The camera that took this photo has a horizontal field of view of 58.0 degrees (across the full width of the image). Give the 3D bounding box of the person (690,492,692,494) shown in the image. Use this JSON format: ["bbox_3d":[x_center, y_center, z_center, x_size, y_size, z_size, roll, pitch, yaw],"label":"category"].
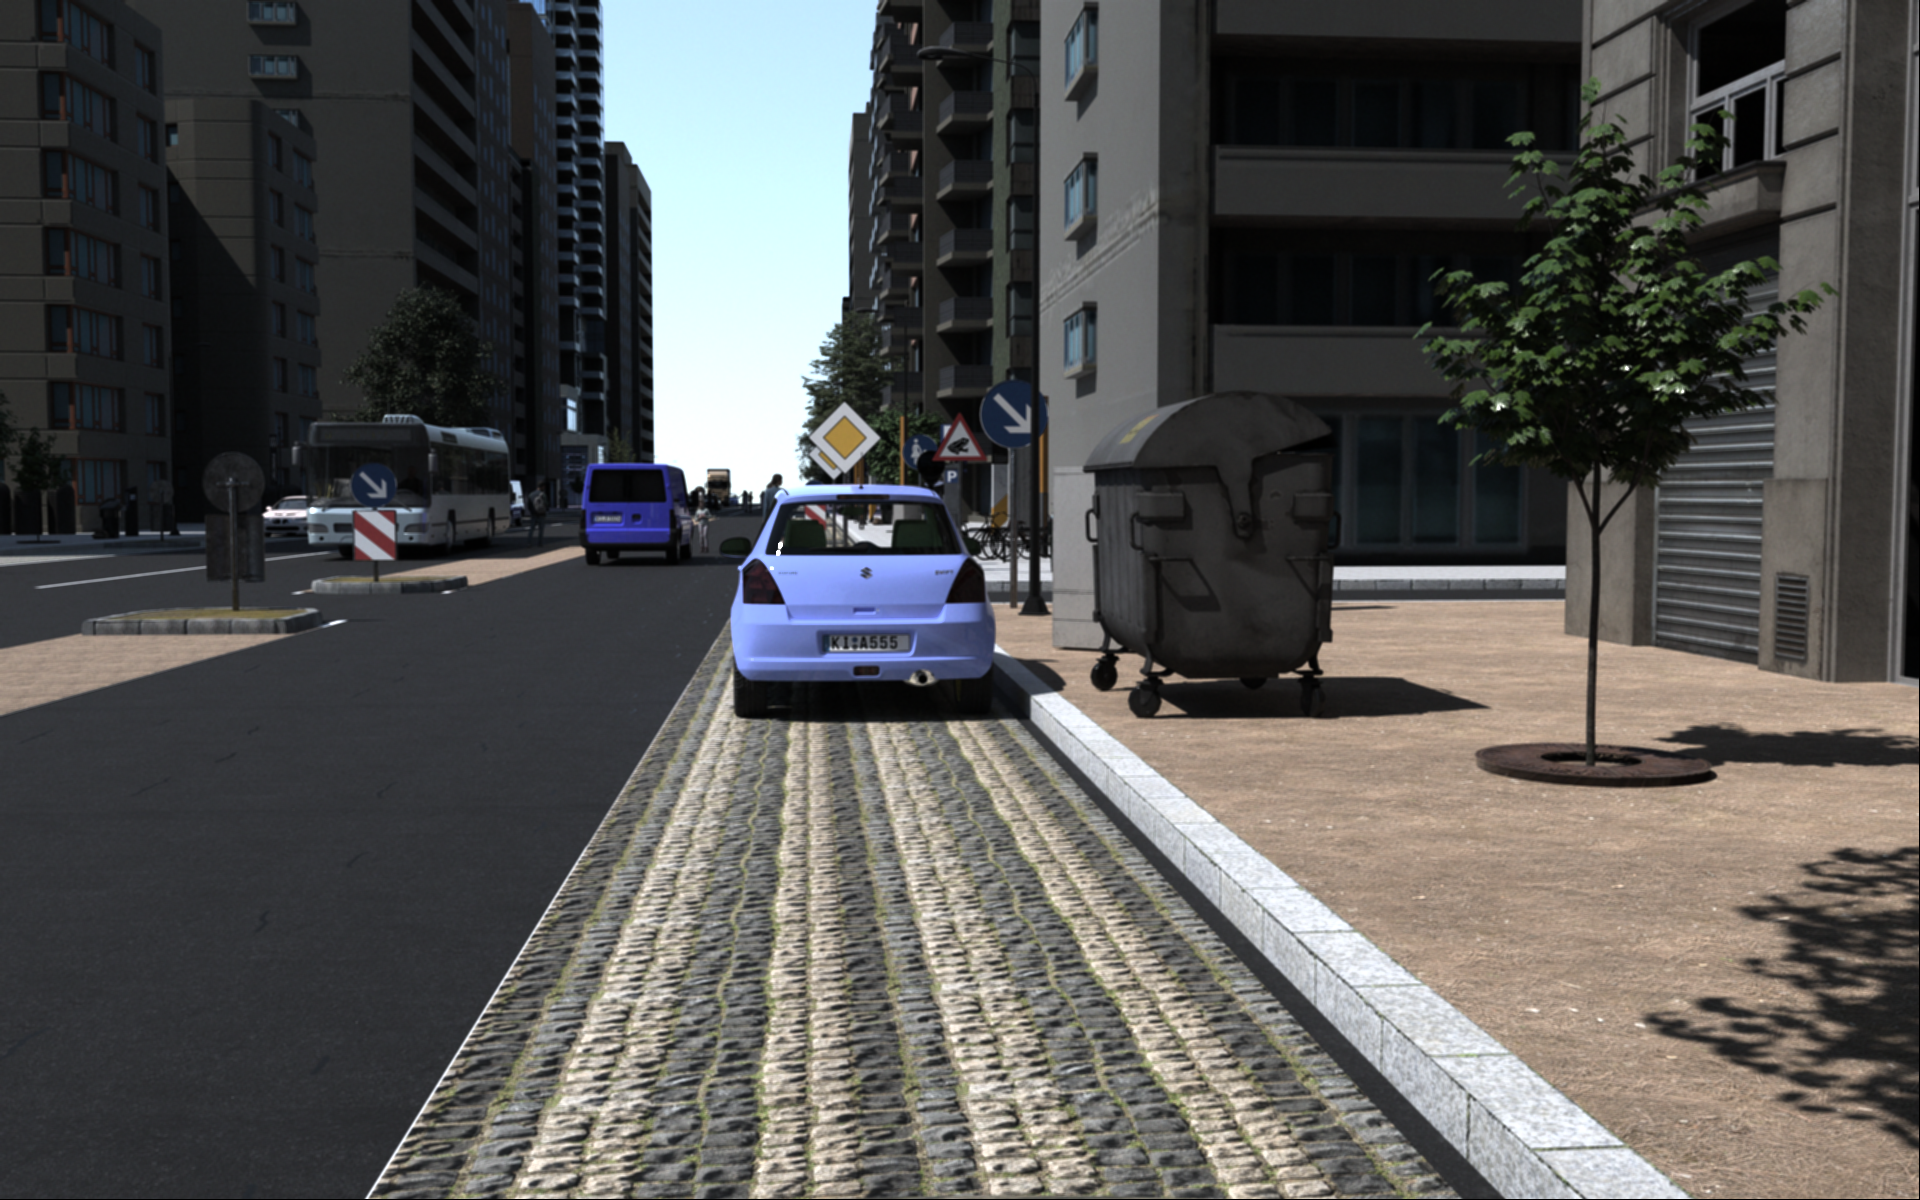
[{"bbox_3d":[-34.251,-12.963,220.967,0.721,1.766,1.217,1,4,21],"label":"person"}]

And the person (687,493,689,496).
[{"bbox_3d":[-12.154,-4.125,76.532,0.643,1.750,0.593,-3,5,-45],"label":"person"}]

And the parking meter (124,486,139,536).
[{"bbox_3d":[-25.231,-2.711,52.732,0.372,1.533,0.369,0,3,0],"label":"parking meter"}]

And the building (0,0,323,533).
[{"bbox_3d":[-43.965,-13.733,69.568,27.650,21.520,28.899,0,4,-5],"label":"building"}]

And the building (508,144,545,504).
[{"bbox_3d":[-42.476,-22.668,142.320,14.160,30.474,14.107,0,4,-5],"label":"building"}]

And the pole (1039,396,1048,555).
[{"bbox_3d":[1.734,-2.585,36.106,0.158,3.312,0.155,0,3,0],"label":"pole"}]

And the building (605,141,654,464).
[{"bbox_3d":[-54.366,-37.730,240.593,21.300,48.544,21.600,0,4,-5],"label":"building"}]

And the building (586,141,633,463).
[{"bbox_3d":[-49.907,-34.999,222.348,14.600,45.320,14.200,0,4,-5],"label":"building"}]

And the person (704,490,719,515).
[{"bbox_3d":[-16.787,-6.551,116.336,1.217,1.735,0.721,1,4,14],"label":"person"}]

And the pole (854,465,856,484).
[{"bbox_3d":[-4.620,-5.072,76.774,0.158,3.312,0.155,0,3,0],"label":"pole"}]

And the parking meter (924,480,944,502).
[{"bbox_3d":[-0.469,-1.401,31.325,0.372,1.533,0.369,0,3,0],"label":"parking meter"}]

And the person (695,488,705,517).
[{"bbox_3d":[-14.537,-5.373,96.568,0.478,1.798,0.641,3,4,38],"label":"person"}]

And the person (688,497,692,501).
[{"bbox_3d":[-21.609,-7.779,135.714,0.705,1.821,1.348,3,5,42],"label":"person"}]

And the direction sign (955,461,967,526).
[{"bbox_3d":[0.041,-4.767,69.944,0.379,3.537,0.876,2,4,34],"label":"direction sign"}]

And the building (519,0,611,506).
[{"bbox_3d":[-51.448,-54.168,198.311,22.319,86.520,31.000,0,4,-5],"label":"building"}]

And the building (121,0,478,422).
[{"bbox_3d":[-43.016,-29.659,108.628,21.300,48.544,21.600,0,4,-5],"label":"building"}]

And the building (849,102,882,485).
[{"bbox_3d":[-2.615,-35.952,211.516,21.300,48.544,21.600,0,4,-5],"label":"building"}]

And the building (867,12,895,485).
[{"bbox_3d":[3.083,-33.053,160.022,23.786,49.044,30.456,0,4,-5],"label":"building"}]

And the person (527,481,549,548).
[{"bbox_3d":[-11.204,-2.273,46.018,0.623,1.781,0.721,0,4,1],"label":"person"}]

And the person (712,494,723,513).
[{"bbox_3d":[-18.734,-7.401,132.769,1.065,1.426,0.557,1,4,11],"label":"person"}]

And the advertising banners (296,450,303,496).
[{"bbox_3d":[-25.261,-4.284,66.224,0.090,3.025,2.074,-2,4,-26],"label":"advertising banners"}]

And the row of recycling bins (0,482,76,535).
[{"bbox_3d":[-29.866,-2.909,54.672,3.534,1.692,1.069,-1,4,-18],"label":"row of recycling bins"}]

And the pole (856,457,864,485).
[{"bbox_3d":[-3.573,-4.214,62.745,0.158,3.312,0.155,0,3,0],"label":"pole"}]

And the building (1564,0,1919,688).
[{"bbox_3d":[14.021,-10.298,1.659,16.112,22.955,30.059,0,4,-5],"label":"building"}]

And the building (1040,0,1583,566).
[{"bbox_3d":[12.867,-25.432,39.513,21.600,48.544,21.300,0,4,-5],"label":"building"}]

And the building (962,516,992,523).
[{"bbox_3d":[7.201,-26.498,87.864,22.147,44.769,28.867,0,4,-5],"label":"building"}]

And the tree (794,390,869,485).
[{"bbox_3d":[-13.640,-16.756,190.964,9.611,12.733,9.660,0,3,0],"label":"tree"}]

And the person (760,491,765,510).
[{"bbox_3d":[-18.167,-9.207,159.704,0.551,1.740,0.621,-3,5,-40],"label":"person"}]

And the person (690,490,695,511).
[{"bbox_3d":[-22.851,-8.489,147.749,0.568,1.767,0.683,1,4,13],"label":"person"}]

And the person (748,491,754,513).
[{"bbox_3d":[-15.825,-7.425,131.360,0.415,1.643,0.593,-2,4,-35],"label":"person"}]

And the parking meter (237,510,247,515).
[{"bbox_3d":[-28.388,-3.834,68.404,0.255,1.863,0.399,1,4,10],"label":"parking meter"}]

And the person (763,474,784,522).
[{"bbox_3d":[-3.548,-1.523,33.431,0.581,1.822,0.654,1,4,13],"label":"person"}]

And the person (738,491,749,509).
[{"bbox_3d":[-20.132,-9.329,161.547,1.217,1.766,0.721,0,4,-3],"label":"person"}]

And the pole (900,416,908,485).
[{"bbox_3d":[-1.461,-3.154,45.407,0.158,3.312,0.155,0,3,0],"label":"pole"}]

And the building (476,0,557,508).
[{"bbox_3d":[-44.222,-30.945,156.065,14.600,45.320,14.200,0,4,-5],"label":"building"}]

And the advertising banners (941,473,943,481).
[{"bbox_3d":[-0.600,-3.321,50.485,0.090,3.025,2.074,0,4,6],"label":"advertising banners"}]

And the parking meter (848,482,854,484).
[{"bbox_3d":[-5.390,-4.896,85.754,0.255,1.863,0.399,-2,4,-28],"label":"parking meter"}]

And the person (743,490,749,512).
[{"bbox_3d":[-17.508,-8.091,141.463,0.551,1.740,0.621,1,4,12],"label":"person"}]

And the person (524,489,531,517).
[{"bbox_3d":[-26.349,-5.897,105.590,0.621,1.740,0.551,-2,4,-30],"label":"person"}]

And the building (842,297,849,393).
[{"bbox_3d":[-10.265,-29.457,253.329,14.160,30.474,14.107,0,4,-5],"label":"building"}]

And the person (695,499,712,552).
[{"bbox_3d":[-6.314,-1.827,42.649,0.425,1.301,0.394,0,4,-6],"label":"person"}]

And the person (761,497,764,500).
[{"bbox_3d":[-14.897,-7.664,134.491,1.217,1.739,0.721,-2,4,-26],"label":"person"}]

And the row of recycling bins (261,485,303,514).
[{"bbox_3d":[-29.849,-4.223,76.162,1.069,1.692,3.534,0,4,2],"label":"row of recycling bins"}]

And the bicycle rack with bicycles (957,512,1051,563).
[{"bbox_3d":[1.072,-1.233,33.547,2.925,0.926,2.852,-1,4,-23],"label":"bicycle rack with bicycles"}]

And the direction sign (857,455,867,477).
[{"bbox_3d":[-4.577,-5.366,79.728,0.379,3.537,0.876,3,4,36],"label":"direction sign"}]

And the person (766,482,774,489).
[{"bbox_3d":[-4.624,-2.031,42.462,0.466,1.731,0.760,1,4,20],"label":"person"}]

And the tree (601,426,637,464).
[{"bbox_3d":[-36.688,-14.502,187.462,4.737,8.622,4.395,0,3,0],"label":"tree"}]

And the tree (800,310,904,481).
[{"bbox_3d":[-6.443,-11.582,107.487,7.486,12.596,7.792,0,3,0],"label":"tree"}]

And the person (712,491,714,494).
[{"bbox_3d":[-25.107,-10.235,176.399,0.434,1.755,0.990,-1,4,-23],"label":"person"}]

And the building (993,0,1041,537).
[{"bbox_3d":[7.869,-17.510,57.991,14.160,30.474,14.107,0,4,-5],"label":"building"}]
